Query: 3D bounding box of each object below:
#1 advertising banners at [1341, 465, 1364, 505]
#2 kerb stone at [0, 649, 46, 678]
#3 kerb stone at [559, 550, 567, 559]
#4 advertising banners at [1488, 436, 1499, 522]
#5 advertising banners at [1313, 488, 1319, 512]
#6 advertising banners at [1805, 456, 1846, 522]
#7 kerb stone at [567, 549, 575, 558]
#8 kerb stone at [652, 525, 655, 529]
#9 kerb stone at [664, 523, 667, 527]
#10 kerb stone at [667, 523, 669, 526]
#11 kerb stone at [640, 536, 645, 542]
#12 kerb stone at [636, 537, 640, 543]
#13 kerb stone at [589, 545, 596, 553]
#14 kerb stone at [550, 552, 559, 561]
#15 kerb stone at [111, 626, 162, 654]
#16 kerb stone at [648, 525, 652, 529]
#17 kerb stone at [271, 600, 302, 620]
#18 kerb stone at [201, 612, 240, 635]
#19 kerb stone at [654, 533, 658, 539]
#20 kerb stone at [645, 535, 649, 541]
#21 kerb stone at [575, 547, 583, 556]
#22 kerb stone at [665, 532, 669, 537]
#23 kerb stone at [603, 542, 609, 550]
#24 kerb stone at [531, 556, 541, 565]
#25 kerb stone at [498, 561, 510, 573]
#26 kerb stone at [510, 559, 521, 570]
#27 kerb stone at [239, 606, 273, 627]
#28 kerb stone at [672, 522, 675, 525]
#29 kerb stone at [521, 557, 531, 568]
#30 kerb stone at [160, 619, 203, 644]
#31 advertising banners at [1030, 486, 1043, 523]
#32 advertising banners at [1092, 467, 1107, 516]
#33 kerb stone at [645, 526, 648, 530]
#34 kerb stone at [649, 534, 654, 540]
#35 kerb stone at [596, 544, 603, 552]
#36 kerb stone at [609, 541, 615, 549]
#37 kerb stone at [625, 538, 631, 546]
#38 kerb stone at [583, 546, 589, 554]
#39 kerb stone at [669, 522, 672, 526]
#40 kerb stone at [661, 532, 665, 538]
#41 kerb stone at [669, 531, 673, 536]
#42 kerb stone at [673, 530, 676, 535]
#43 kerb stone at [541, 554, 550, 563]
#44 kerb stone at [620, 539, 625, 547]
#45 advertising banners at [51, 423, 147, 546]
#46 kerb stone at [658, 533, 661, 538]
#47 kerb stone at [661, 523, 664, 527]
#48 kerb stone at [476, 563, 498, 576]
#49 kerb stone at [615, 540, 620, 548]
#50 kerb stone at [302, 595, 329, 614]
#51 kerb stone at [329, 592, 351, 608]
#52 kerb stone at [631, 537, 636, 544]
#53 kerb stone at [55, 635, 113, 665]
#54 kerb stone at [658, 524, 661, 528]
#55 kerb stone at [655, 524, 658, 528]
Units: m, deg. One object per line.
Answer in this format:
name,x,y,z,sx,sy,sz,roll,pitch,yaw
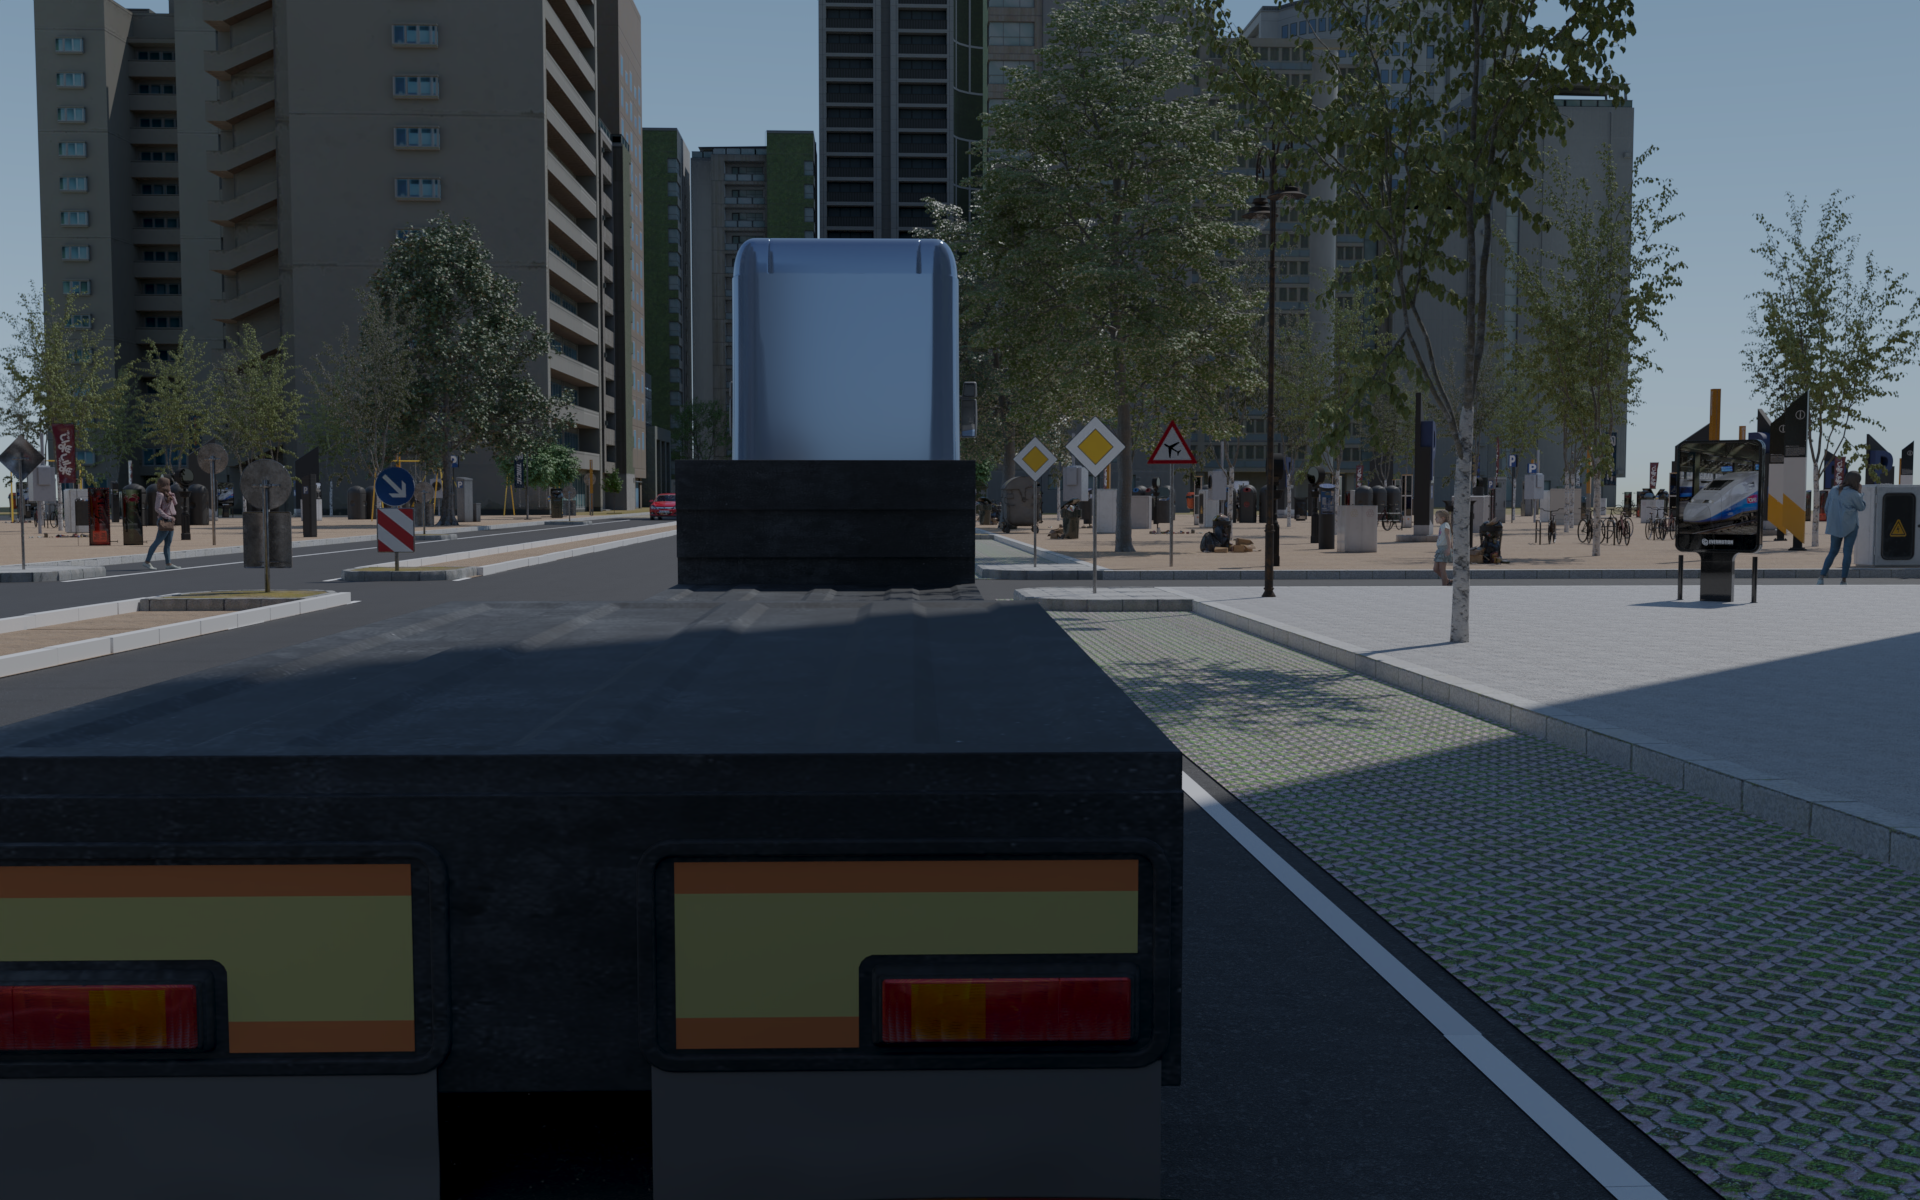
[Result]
advertising banners,23.704,-6.694,105.636,0.090,3.025,2.074,-3,5,-44
kerb stone,-7.554,0.508,13.936,0.120,0.150,1.000,0,4,-3
kerb stone,-8.843,-0.969,38.039,0.120,0.150,1.000,0,4,-3
advertising banners,16.510,-3.510,53.573,0.090,3.025,2.074,1,4,11
advertising banners,21.868,-6.659,105.062,0.090,3.025,2.074,2,4,25
advertising banners,40.302,-5.183,80.932,0.090,3.025,2.074,-3,5,-39
kerb stone,-8.896,-1.027,39.063,0.120,0.150,1.000,0,4,-3
kerb stone,-12.676,-2.963,70.677,0.120,0.150,1.000,0,4,-3
kerb stone,-12.892,-3.216,74.772,0.120,0.150,1.000,0,4,-3
kerb stone,-12.945,-3.279,75.800,0.120,0.150,1.000,0,4,-3
kerb stone,-9.540,-1.784,51.358,0.120,0.150,1.000,0,4,-3
kerb stone,-9.493,-1.717,50.332,0.120,0.150,1.000,0,4,-3
kerb stone,-9.054,-1.215,42.137,0.120,0.150,1.000,0,4,-3
kerb stone,-8.774,-0.906,37.010,0.120,0.150,1.000,0,4,-3
kerb stone,-7.659,0.380,15.985,0.120,0.150,1.000,0,4,-3
kerb stone,-12.614,-2.903,69.655,0.120,0.150,1.000,0,4,-3
kerb stone,-7.881,0.130,20.078,0.120,0.150,1.000,0,4,-3
kerb stone,-7.771,0.255,18.037,0.120,0.150,1.000,0,4,-3
kerb stone,-9.702,-1.971,54.425,0.120,0.150,1.000,0,4,-3
kerb stone,-9.596,-1.844,52.384,0.120,0.150,1.000,0,4,-3
kerb stone,-8.941,-1.095,40.094,0.120,0.150,1.000,0,4,-3
kerb stone,-9.868,-2.157,57.512,0.120,0.150,1.000,0,4,-3
kerb stone,-9.158,-1.343,44.182,0.120,0.150,1.000,0,4,-3
kerb stone,-8.667,-0.781,34.965,0.120,0.150,1.000,0,4,-3
kerb stone,-8.504,-0.590,31.891,0.120,0.150,1.000,0,4,-3
kerb stone,-8.564,-0.656,32.923,0.120,0.150,1.000,0,4,-3
kerb stone,-7.825,0.192,19.057,0.120,0.150,1.000,0,4,-3
kerb stone,-13.054,-3.404,77.846,0.120,0.150,1.000,0,4,-3
kerb stone,-8.622,-0.719,33.944,0.120,0.150,1.000,0,4,-3
kerb stone,-7.717,0.317,17.012,0.120,0.150,1.000,0,4,-3
advertising banners,3.333,-4.908,76.434,0.090,3.025,2.074,-1,4,-14
advertising banners,8.151,-6.469,101.952,0.090,3.025,2.074,3,5,41
kerb stone,-12.572,-2.839,68.634,0.120,0.150,1.000,0,4,-3
kerb stone,-9.652,-1.907,53.405,0.120,0.150,1.000,0,4,-3
kerb stone,-9.098,-1.282,43.161,0.120,0.150,1.000,0,4,-3
kerb stone,-9.218,-1.407,45.202,0.120,0.150,1.000,0,4,-3
kerb stone,-9.376,-1.595,48.278,0.120,0.150,1.000,0,4,-3
kerb stone,-8.999,-1.157,41.116,0.120,0.150,1.000,0,4,-3
kerb stone,-13.006,-3.334,76.825,0.120,0.150,1.000,0,4,-3
kerb stone,-9.818,-2.097,56.477,0.120,0.150,1.000,0,4,-3
kerb stone,-9.918,-2.223,58.533,0.120,0.150,1.000,0,4,-3
kerb stone,-9.976,-2.276,59.555,0.120,0.150,1.000,0,4,-3
kerb stone,-8.718,-0.835,35.990,0.120,0.150,1.000,0,4,-3
kerb stone,-9.332,-1.532,47.246,0.120,0.150,1.000,0,4,-3
advertising banners,-21.392,-2.867,43.058,2.074,3.025,0.090,-1,4,-19
kerb stone,-9.763,-2.034,55.446,0.120,0.150,1.000,0,4,-3
kerb stone,-12.841,-3.153,73.751,0.120,0.150,1.000,0,4,-3
kerb stone,-8.447,-0.531,30.870,0.120,0.150,1.000,0,4,-3
kerb stone,-9.272,-1.470,46.226,0.120,0.150,1.000,0,4,-3
kerb stone,-7.934,0.067,21.104,0.120,0.150,1.000,0,4,-3
kerb stone,-7.994,0.006,22.124,0.120,0.150,1.000,0,4,-3
kerb stone,-9.437,-1.658,49.311,0.120,0.150,1.000,0,4,-3
kerb stone,-7.618,0.443,14.956,0.120,0.150,1.000,0,4,-3
kerb stone,-12.783,-3.085,72.727,0.120,0.150,1.000,0,4,-3
kerb stone,-12.734,-3.021,71.698,0.120,0.150,1.000,0,4,-3
